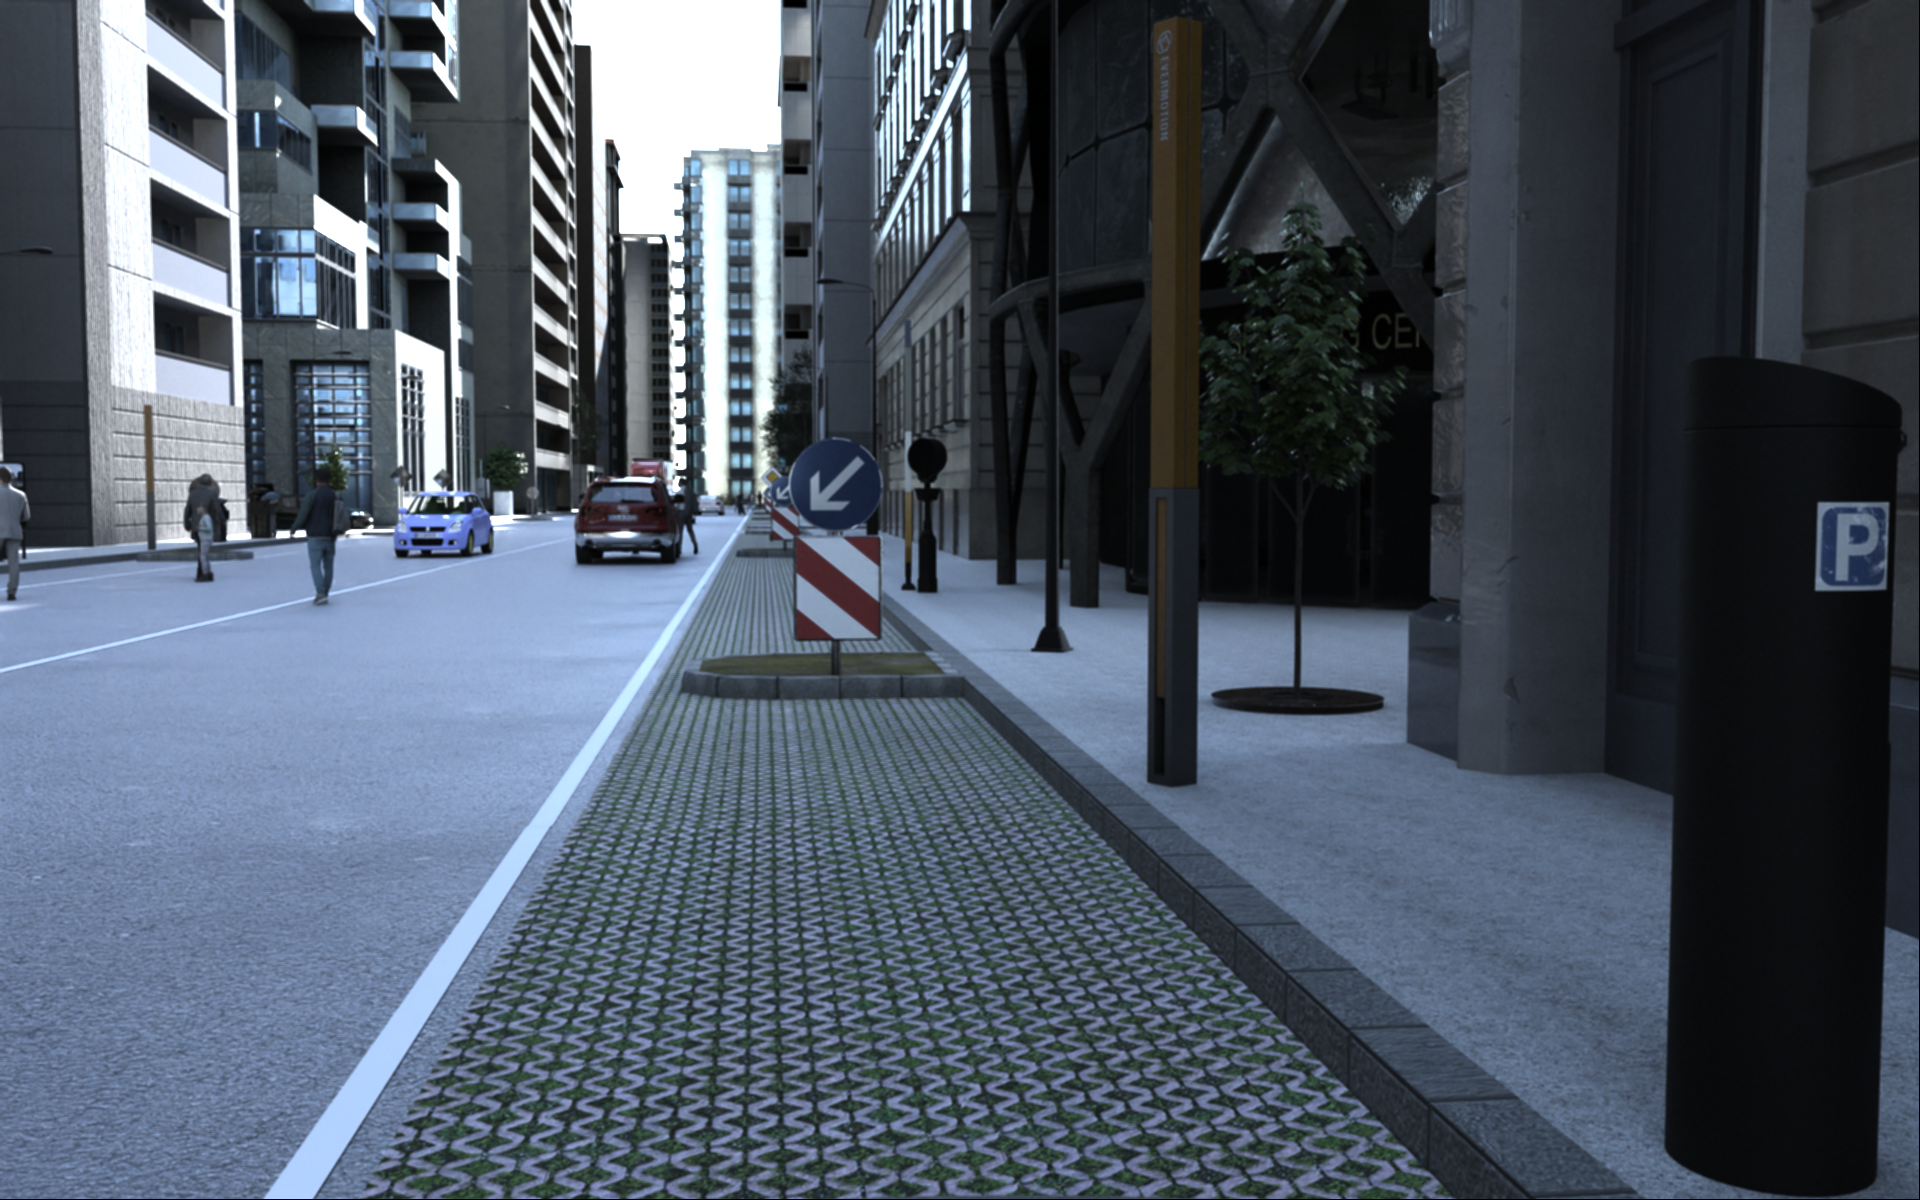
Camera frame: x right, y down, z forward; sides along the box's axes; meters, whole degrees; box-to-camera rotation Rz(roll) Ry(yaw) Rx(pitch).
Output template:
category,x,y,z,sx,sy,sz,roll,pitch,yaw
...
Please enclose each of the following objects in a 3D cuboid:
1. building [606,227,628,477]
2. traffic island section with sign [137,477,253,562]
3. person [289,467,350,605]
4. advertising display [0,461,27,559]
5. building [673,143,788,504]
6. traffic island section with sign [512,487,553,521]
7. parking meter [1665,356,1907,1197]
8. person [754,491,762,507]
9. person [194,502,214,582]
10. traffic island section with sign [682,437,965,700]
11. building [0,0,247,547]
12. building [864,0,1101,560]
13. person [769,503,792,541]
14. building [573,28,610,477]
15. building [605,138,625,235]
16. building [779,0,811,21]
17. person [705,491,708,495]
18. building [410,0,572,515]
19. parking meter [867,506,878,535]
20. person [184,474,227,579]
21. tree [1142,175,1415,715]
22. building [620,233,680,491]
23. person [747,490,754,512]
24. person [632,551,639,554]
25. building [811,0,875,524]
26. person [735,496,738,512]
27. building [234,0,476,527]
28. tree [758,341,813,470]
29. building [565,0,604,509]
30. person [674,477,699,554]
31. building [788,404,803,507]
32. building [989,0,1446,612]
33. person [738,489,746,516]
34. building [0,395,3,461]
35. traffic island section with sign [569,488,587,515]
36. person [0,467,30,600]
category,x,y,z,sx,sy,sz,roll,pitch,yaw
building,-43.214,-25.266,184.795,14.160,30.474,14.107,0,4,-7
traffic island section with sign,-16.604,-1.784,37.792,1.989,1.847,2.006,0,4,-7
person,-8.331,-0.843,22.636,0.721,1.781,0.623,2,4,31
advertising display,-18.848,-1.756,33.932,0.974,1.923,0.123,-2,4,-35
building,-23.816,-37.890,239.115,30.456,49.044,23.786,0,4,-7
traffic island section with sign,-22.933,-5.161,93.012,1.989,1.847,2.006,0,4,-7
parking meter,1.560,0.313,3.296,0.372,1.533,0.369,0,3,0
person,-22.186,-11.107,190.622,0.750,1.759,0.617,-2,4,-31
person,-12.362,-0.950,28.313,0.425,1.301,0.394,3,5,39
traffic island section with sign,-1.062,-0.264,12.946,1.989,1.847,2.006,0,4,-7
building,-36.000,-30.891,47.075,28.212,58.520,21.231,0,4,-7
building,5.772,-13.131,47.982,16.112,22.955,30.059,0,4,-7
person,-5.351,-2.662,52.124,0.778,1.811,0.616,-3,5,-40
building,-42.218,-31.781,169.730,14.600,45.320,14.200,0,4,-7
building,-53.067,-33.675,205.202,28.867,44.769,22.147,0,4,-7
building,0.496,-32.846,126.273,28.713,52.752,27.495,0,4,-7
person,-28.237,-11.273,193.369,0.434,1.755,0.990,-2,4,-28
building,-38.009,-30.035,114.770,21.300,48.544,21.600,0,4,-7
parking meter,-2.375,-2.522,46.938,0.255,1.863,0.399,1,4,9
person,-12.839,-1.262,29.531,0.661,1.777,0.834,0,4,1
tree,2.164,-0.976,10.561,1.663,3.219,1.824,0,3,0
building,-51.679,-33.544,240.332,23.993,40.220,32.217,0,4,-7
person,-16.860,-7.971,139.666,0.563,1.720,0.643,-3,4,-36
person,-7.868,-2.033,41.868,0.709,1.813,0.853,-3,4,-37
building,7.555,-32.848,79.064,28.212,58.520,21.231,0,4,-7
person,-17.712,-7.636,137.616,0.475,1.303,0.640,2,4,28
building,-34.887,-46.901,79.508,22.319,86.520,31.000,0,4,-7
tree,-9.155,-10.531,106.590,7.601,10.594,8.767,-3,5,-42
building,-42.352,-43.620,151.439,20.563,71.187,20.611,0,4,-7
person,-6.555,-2.011,41.487,0.679,1.850,0.850,-3,5,-44
building,-5.873,-33.254,167.402,21.300,48.544,21.600,0,4,-7
building,8.686,-9.574,23.992,16.820,18.784,16.811,0,4,-7
person,-14.605,-6.521,115.544,0.576,1.772,0.534,2,4,32
building,-26.997,-15.751,29.233,14.160,30.474,14.107,0,4,-7
traffic island section with sign,-26.056,-6.831,120.315,1.989,1.847,2.006,0,4,-7
person,-12.956,-0.900,23.413,0.583,1.804,0.606,2,4,31
